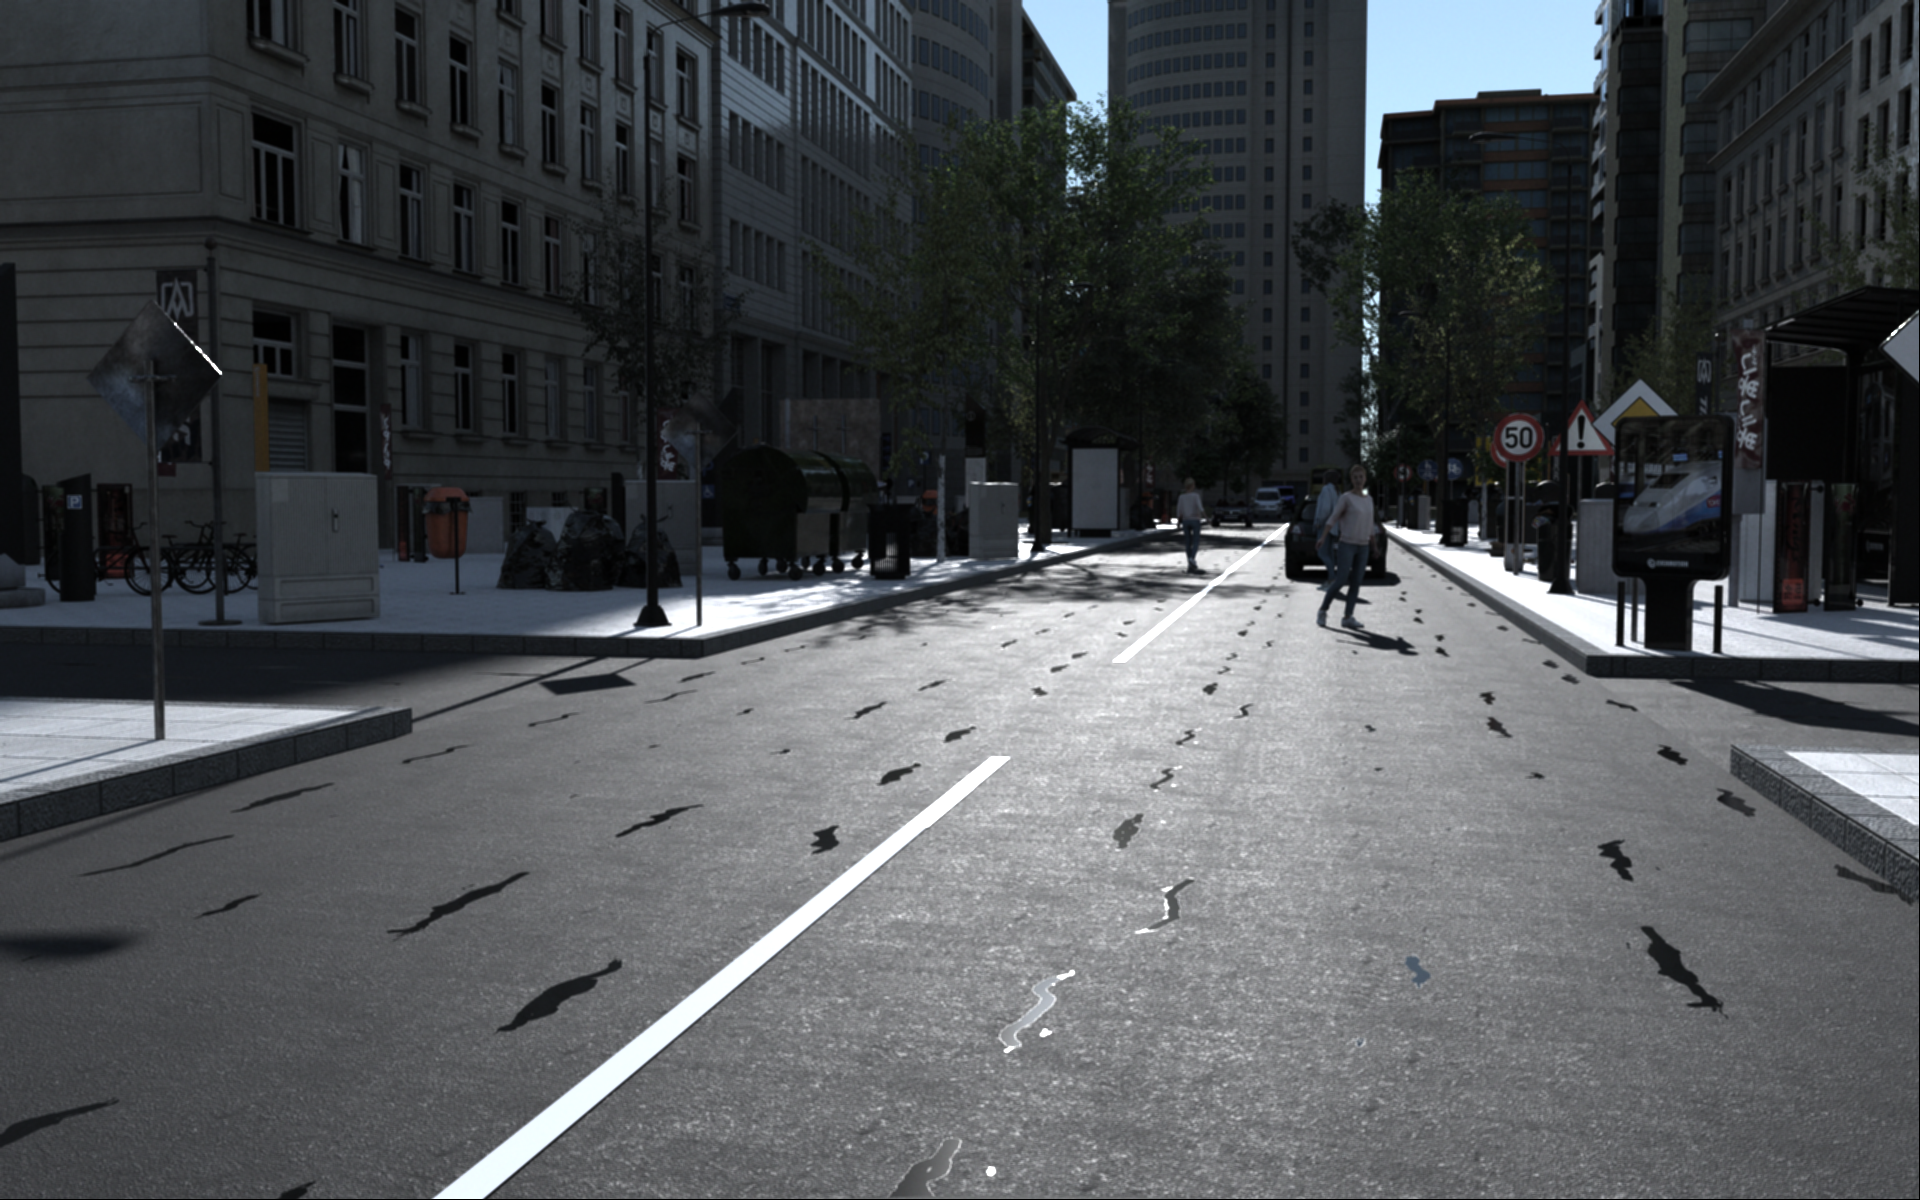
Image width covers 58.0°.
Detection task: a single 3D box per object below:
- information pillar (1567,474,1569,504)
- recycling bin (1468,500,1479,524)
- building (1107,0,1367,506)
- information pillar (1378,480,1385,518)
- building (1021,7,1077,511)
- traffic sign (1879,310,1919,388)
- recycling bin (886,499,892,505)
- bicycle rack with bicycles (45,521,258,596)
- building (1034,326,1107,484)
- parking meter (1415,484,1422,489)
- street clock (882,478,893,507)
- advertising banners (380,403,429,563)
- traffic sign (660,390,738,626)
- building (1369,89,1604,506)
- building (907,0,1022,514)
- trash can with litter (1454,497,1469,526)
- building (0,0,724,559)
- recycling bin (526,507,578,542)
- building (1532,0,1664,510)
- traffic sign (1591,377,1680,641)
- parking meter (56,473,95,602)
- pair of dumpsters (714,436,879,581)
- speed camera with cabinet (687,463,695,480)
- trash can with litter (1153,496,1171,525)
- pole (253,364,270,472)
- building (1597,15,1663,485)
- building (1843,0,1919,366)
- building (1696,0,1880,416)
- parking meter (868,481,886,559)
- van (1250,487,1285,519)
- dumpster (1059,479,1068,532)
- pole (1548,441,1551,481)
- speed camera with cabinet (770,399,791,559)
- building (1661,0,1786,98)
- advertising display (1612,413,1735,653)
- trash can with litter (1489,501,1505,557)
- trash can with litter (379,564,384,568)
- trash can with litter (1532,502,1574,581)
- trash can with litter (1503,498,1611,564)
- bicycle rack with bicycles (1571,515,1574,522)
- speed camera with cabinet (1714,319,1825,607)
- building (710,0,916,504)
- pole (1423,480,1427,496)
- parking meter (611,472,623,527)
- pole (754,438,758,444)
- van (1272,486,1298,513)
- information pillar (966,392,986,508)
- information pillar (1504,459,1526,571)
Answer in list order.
[{"bbox_3d":[21.983,-3.581,63.036,0.304,2.012,0.304,1,4,11],"label":"information pillar"},{"bbox_3d":[22.027,-3.802,74.714,0.722,1.027,0.722,1,4,18],"label":"recycling bin"},{"bbox_3d":[31.144,-40.002,196.027,28.212,58.520,21.231,1,4,12],"label":"building"},{"bbox_3d":[20.882,-4.972,85.782,0.304,2.012,0.304,2,4,25],"label":"information pillar"},{"bbox_3d":[-3.795,-27.425,140.275,23.993,40.220,32.217,1,4,12],"label":"building"},{"bbox_3d":[4.225,-0.218,7.213,0.795,2.450,0.064,1,4,12],"label":"traffic sign"},{"bbox_3d":[-3.644,-4.213,81.444,0.722,1.027,0.722,2,4,25],"label":"recycling bin"},{"bbox_3d":[-9.923,-0.569,22.678,2.925,0.926,2.852,0,4,7],"label":"bicycle rack with bicycles"},{"bbox_3d":[3.381,-22.058,205.681,28.899,21.520,27.650,1,4,12],"label":"building"},{"bbox_3d":[21.996,-4.742,83.235,0.255,1.863,0.399,-1,4,-11],"label":"parking meter"},{"bbox_3d":[-3.243,-4.478,77.778,0.471,2.002,0.358,1,4,11],"label":"street clock"},{"bbox_3d":[-10.613,-2.252,33.005,0.090,3.025,2.074,-3,5,-40],"label":"advertising banners"},{"bbox_3d":[-2.537,-0.805,16.811,0.795,2.450,0.064,1,4,12],"label":"traffic sign"},{"bbox_3d":[59.156,-32.805,190.979,28.867,44.769,22.147,1,4,12],"label":"building"},{"bbox_3d":[-8.852,-34.636,108.304,21.231,58.520,28.212,1,4,12],"label":"building"},{"bbox_3d":[19.920,-3.541,69.289,0.624,1.170,1.055,0,4,-8],"label":"trash can with litter"},{"bbox_3d":[-18.784,-13.193,48.986,16.112,22.955,30.059,1,4,12],"label":"building"},{"bbox_3d":[-7.807,-1.263,33.197,0.722,1.027,0.722,3,4,36],"label":"recycling bin"},{"bbox_3d":[55.671,-49.815,127.141,22.319,86.520,31.000,1,4,12],"label":"building"},{"bbox_3d":[5.870,-0.696,15.028,0.795,2.450,0.064,1,4,12],"label":"traffic sign"},{"bbox_3d":[-10.601,-0.755,20.756,0.372,1.533,0.369,0,3,0],"label":"parking meter"},{"bbox_3d":[-2.556,-1.536,27.603,1.574,2.255,4.437,1,4,12],"label":"pair of dumpsters"},{"bbox_3d":[-7.705,-3.474,51.136,0.660,3.252,2.038,-1,4,-10],"label":"speed camera with cabinet"},{"bbox_3d":[8.061,-3.812,73.387,1.678,1.210,2.233,-3,4,-38],"label":"trash can with litter"},{"bbox_3d":[-10.953,-2.040,27.194,0.158,3.312,0.155,0,3,0],"label":"pole"},{"bbox_3d":[47.026,-20.535,107.447,14.160,30.474,14.107,1,4,12],"label":"building"},{"bbox_3d":[32.291,-11.771,47.202,10.420,20.320,16.860,1,4,12],"label":"building"},{"bbox_3d":[40.937,-14.431,69.236,16.112,22.955,30.059,1,4,12],"label":"building"},{"bbox_3d":[-1.655,-1.601,34.583,0.372,1.533,0.369,0,3,0],"label":"parking meter"},{"bbox_3d":[18.174,-5.827,102.275,2.013,2.044,4.112,1,4,10],"label":"van"},{"bbox_3d":[4.112,-3.290,59.549,1.264,1.857,1.865,1,4,12],"label":"dumpster"},{"bbox_3d":[22.439,-4.422,66.136,0.158,3.312,0.155,0,3,0],"label":"pole"},{"bbox_3d":[-3.439,-2.503,35.261,0.660,3.252,2.038,0,4,5],"label":"speed camera with cabinet"},{"bbox_3d":[45.082,-25.049,93.149,14.154,41.232,14.086,1,4,12],"label":"building"},{"bbox_3d":[5.846,-0.552,14.245,0.123,1.923,0.974,-3,4,-39],"label":"advertising display"},{"bbox_3d":[11.317,-1.489,35.736,0.624,1.170,1.055,2,4,33],"label":"trash can with litter"},{"bbox_3d":[-10.807,-1.146,29.790,1.678,1.210,2.233,-1,4,-15],"label":"trash can with litter"},{"bbox_3d":[8.766,-0.880,25.781,0.624,1.170,1.055,1,4,10],"label":"trash can with litter"},{"bbox_3d":[11.108,-1.301,32.330,2.233,1.210,1.678,0,4,1],"label":"trash can with litter"},{"bbox_3d":[25.076,-3.834,76.062,2.852,0.926,2.925,-1,4,-19],"label":"bicycle rack with bicycles"},{"bbox_3d":[9.351,-1.585,20.258,2.038,3.252,0.660,-3,4,-37],"label":"speed camera with cabinet"},{"bbox_3d":[-10.808,-18.357,77.634,11.434,29.767,29.804,1,4,12],"label":"building"},{"bbox_3d":[22.758,-5.564,84.808,0.158,3.312,0.155,0,3,0],"label":"pole"},{"bbox_3d":[-9.306,-2.530,47.079,0.255,1.863,0.399,0,4,1],"label":"parking meter"},{"bbox_3d":[-7.423,-4.238,63.131,0.158,3.312,0.155,0,3,0],"label":"pole"},{"bbox_3d":[24.502,-7.776,131.525,2.240,2.365,5.245,1,4,11],"label":"van"},{"bbox_3d":[0.341,-2.947,39.544,0.504,3.616,0.183,2,4,27],"label":"information pillar"},{"bbox_3d":[9.257,-1.493,28.904,0.304,2.012,0.304,1,4,15],"label":"information pillar"}]
